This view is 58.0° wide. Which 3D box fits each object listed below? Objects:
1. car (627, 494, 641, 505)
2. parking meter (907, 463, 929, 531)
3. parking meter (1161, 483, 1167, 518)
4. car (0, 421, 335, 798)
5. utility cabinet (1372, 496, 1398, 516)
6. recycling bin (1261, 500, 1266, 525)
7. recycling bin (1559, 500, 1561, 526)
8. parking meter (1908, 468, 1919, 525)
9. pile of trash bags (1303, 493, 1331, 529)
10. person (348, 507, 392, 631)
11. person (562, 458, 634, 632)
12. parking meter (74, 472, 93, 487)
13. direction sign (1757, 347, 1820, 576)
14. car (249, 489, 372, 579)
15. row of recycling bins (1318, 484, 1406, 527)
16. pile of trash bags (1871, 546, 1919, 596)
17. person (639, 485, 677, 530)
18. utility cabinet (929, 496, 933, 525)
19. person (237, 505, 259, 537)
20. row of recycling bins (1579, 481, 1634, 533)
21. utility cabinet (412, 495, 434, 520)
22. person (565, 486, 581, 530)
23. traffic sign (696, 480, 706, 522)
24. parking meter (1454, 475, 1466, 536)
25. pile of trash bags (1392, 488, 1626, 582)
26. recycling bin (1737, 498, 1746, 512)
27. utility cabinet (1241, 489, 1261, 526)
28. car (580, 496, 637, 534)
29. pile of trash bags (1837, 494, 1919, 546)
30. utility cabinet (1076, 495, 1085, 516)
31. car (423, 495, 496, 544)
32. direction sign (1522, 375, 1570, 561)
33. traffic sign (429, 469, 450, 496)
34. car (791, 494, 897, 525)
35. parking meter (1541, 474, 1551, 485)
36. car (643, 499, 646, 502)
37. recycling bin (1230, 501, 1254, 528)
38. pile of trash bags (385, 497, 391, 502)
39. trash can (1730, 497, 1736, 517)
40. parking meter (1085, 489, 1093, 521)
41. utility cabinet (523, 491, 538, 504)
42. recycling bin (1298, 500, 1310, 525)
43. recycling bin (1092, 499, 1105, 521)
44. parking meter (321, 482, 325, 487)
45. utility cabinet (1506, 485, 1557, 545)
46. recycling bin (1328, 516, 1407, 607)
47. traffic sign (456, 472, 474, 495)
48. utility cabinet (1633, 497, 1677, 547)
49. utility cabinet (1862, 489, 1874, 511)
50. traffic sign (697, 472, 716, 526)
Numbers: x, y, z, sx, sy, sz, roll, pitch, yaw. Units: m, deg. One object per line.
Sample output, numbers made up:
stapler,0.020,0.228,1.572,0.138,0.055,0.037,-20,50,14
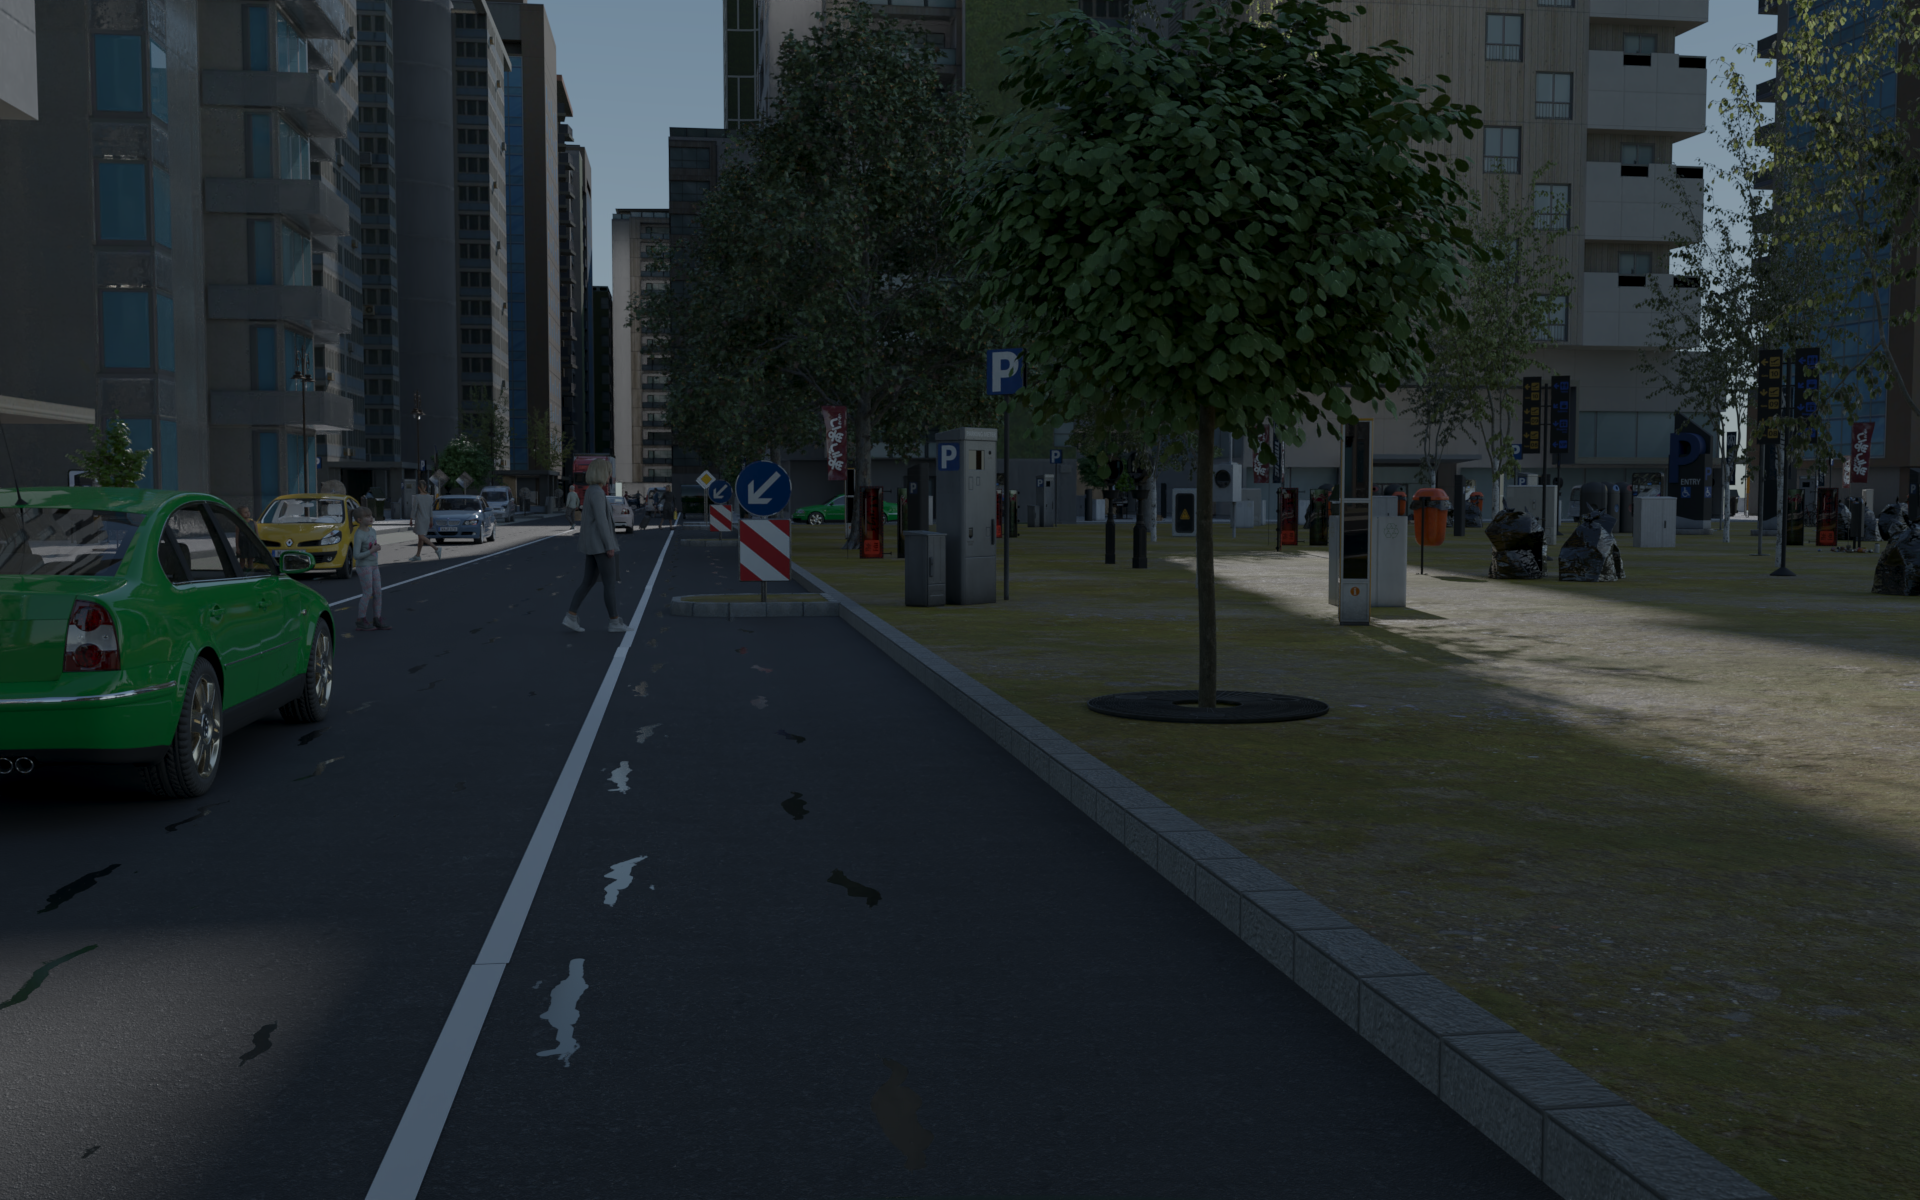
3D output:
car,-42.534,-13.051,225.384,2.014,1.417,4.499,0,4,-7
parking meter,-0.803,-1.666,32.949,0.255,1.863,0.399,-3,5,-43
parking meter,10.862,-5.299,92.348,0.255,1.863,0.399,1,4,17
car,-4.656,-0.037,9.396,1.959,1.807,4.718,-1,4,-9
utility cabinet,14.283,-2.906,58.674,1.020,1.237,0.306,0,4,-3
recycling bin,12.138,-3.580,71.083,0.722,1.027,0.722,1,4,19
recycling bin,23.553,-3.468,69.262,0.722,1.027,0.722,0,4,-5
parking meter,21.457,-2.023,38.779,0.255,1.863,0.399,0,4,-4
pile of trash bags,13.541,-3.292,63.570,1.912,1.369,3.447,1,4,12
person,-6.197,-0.333,18.216,0.394,1.301,0.425,0,4,-3
person,-3.791,-0.572,18.036,0.728,1.800,0.709,-1,4,-20
parking meter,-22.501,-2.371,44.475,0.255,1.863,0.399,2,4,32
direction sign,12.913,-2.145,27.068,0.876,3.537,0.379,3,4,38
car,-11.341,-1.227,30.286,2.015,1.641,3.980,-1,4,-10
row of recycling bins,15.789,-3.742,68.286,3.534,1.692,1.069,0,4,-5
pile of trash bags,13.505,-0.732,21.714,3.447,1.369,1.912,0,3,0
person,-12.096,-3.725,69.622,1.509,1.804,0.699,1,4,12
utility cabinet,-1.594,-3.704,71.718,1.020,1.237,0.306,-3,5,-42
person,-11.158,-0.854,27.130,0.362,1.253,0.373,-2,4,-31
row of recycling bins,21.533,-3.053,57.032,3.534,1.692,1.069,-3,5,-39
utility cabinet,-26.729,-4.588,86.168,1.020,1.237,0.306,-1,4,-13
person,-15.626,-3.739,70.116,0.515,1.767,0.782,2,4,27
traffic sign,-11.546,-4.568,78.325,0.795,2.450,0.064,-1,4,-9
parking meter,15.201,-2.872,52.675,0.255,1.863,0.399,2,4,33
pile of trash bags,8.569,-1.043,26.801,3.447,1.369,1.912,3,5,41
recycling bin,55.005,-6.710,122.264,0.722,1.027,0.722,1,4,11
utility cabinet,11.371,-3.685,68.926,1.173,1.500,0.318,0,4,2
car,-13.035,-3.166,64.131,2.083,1.381,4.827,-1,4,-10
pile of trash bags,25.140,-2.291,47.207,1.912,1.369,3.447,-1,4,-10
utility cabinet,6.909,-5.461,100.441,1.020,1.237,0.306,2,4,32
car,-14.724,-2.379,50.903,2.014,1.417,4.499,0,4,-8
direction sign,11.259,-2.529,33.346,0.876,3.537,0.379,2,4,31
traffic sign,-20.678,-3.987,68.834,0.795,2.450,0.064,-1,4,-9
car,-4.972,-4.075,75.417,4.718,1.807,1.959,-1,4,-10
parking meter,17.150,-2.755,50.750,0.255,1.863,0.399,1,4,15
car,-29.644,-9.482,167.615,1.945,1.354,3.894,-1,4,-11
recycling bin,10.616,-3.221,65.218,0.722,1.027,0.722,0,4,-7
pile of trash bags,-37.245,-6.420,114.716,3.447,1.369,1.912,-3,4,-36
trash can,43.630,-5.291,98.159,0.748,1.137,0.748,0,3,0
parking meter,6.550,-4.874,88.099,0.372,1.533,0.369,0,3,0
utility cabinet,-36.547,-8.480,147.333,1.173,1.500,0.318,1,4,11
recycling bin,14.194,-3.633,71.961,0.722,1.027,0.722,-1,4,-19
recycling bin,6.521,-4.350,83.684,0.722,1.027,0.722,3,5,41
parking meter,-31.123,-4.842,84.883,0.255,1.863,0.399,-3,5,-41
utility cabinet,14.305,-2.122,43.376,1.173,1.500,0.318,2,4,31
recycling bin,4.685,-0.451,19.927,0.722,1.027,0.722,0,4,-4
traffic sign,-21.917,-4.470,76.723,0.795,2.450,0.064,-1,4,-9
utility cabinet,16.781,-1.875,41.825,1.020,1.237,0.306,-1,4,-17
utility cabinet,40.972,-4.253,78.223,0.318,1.500,1.173,1,4,20
traffic sign,-10.307,-4.085,70.436,0.795,2.450,0.064,-1,4,-9
